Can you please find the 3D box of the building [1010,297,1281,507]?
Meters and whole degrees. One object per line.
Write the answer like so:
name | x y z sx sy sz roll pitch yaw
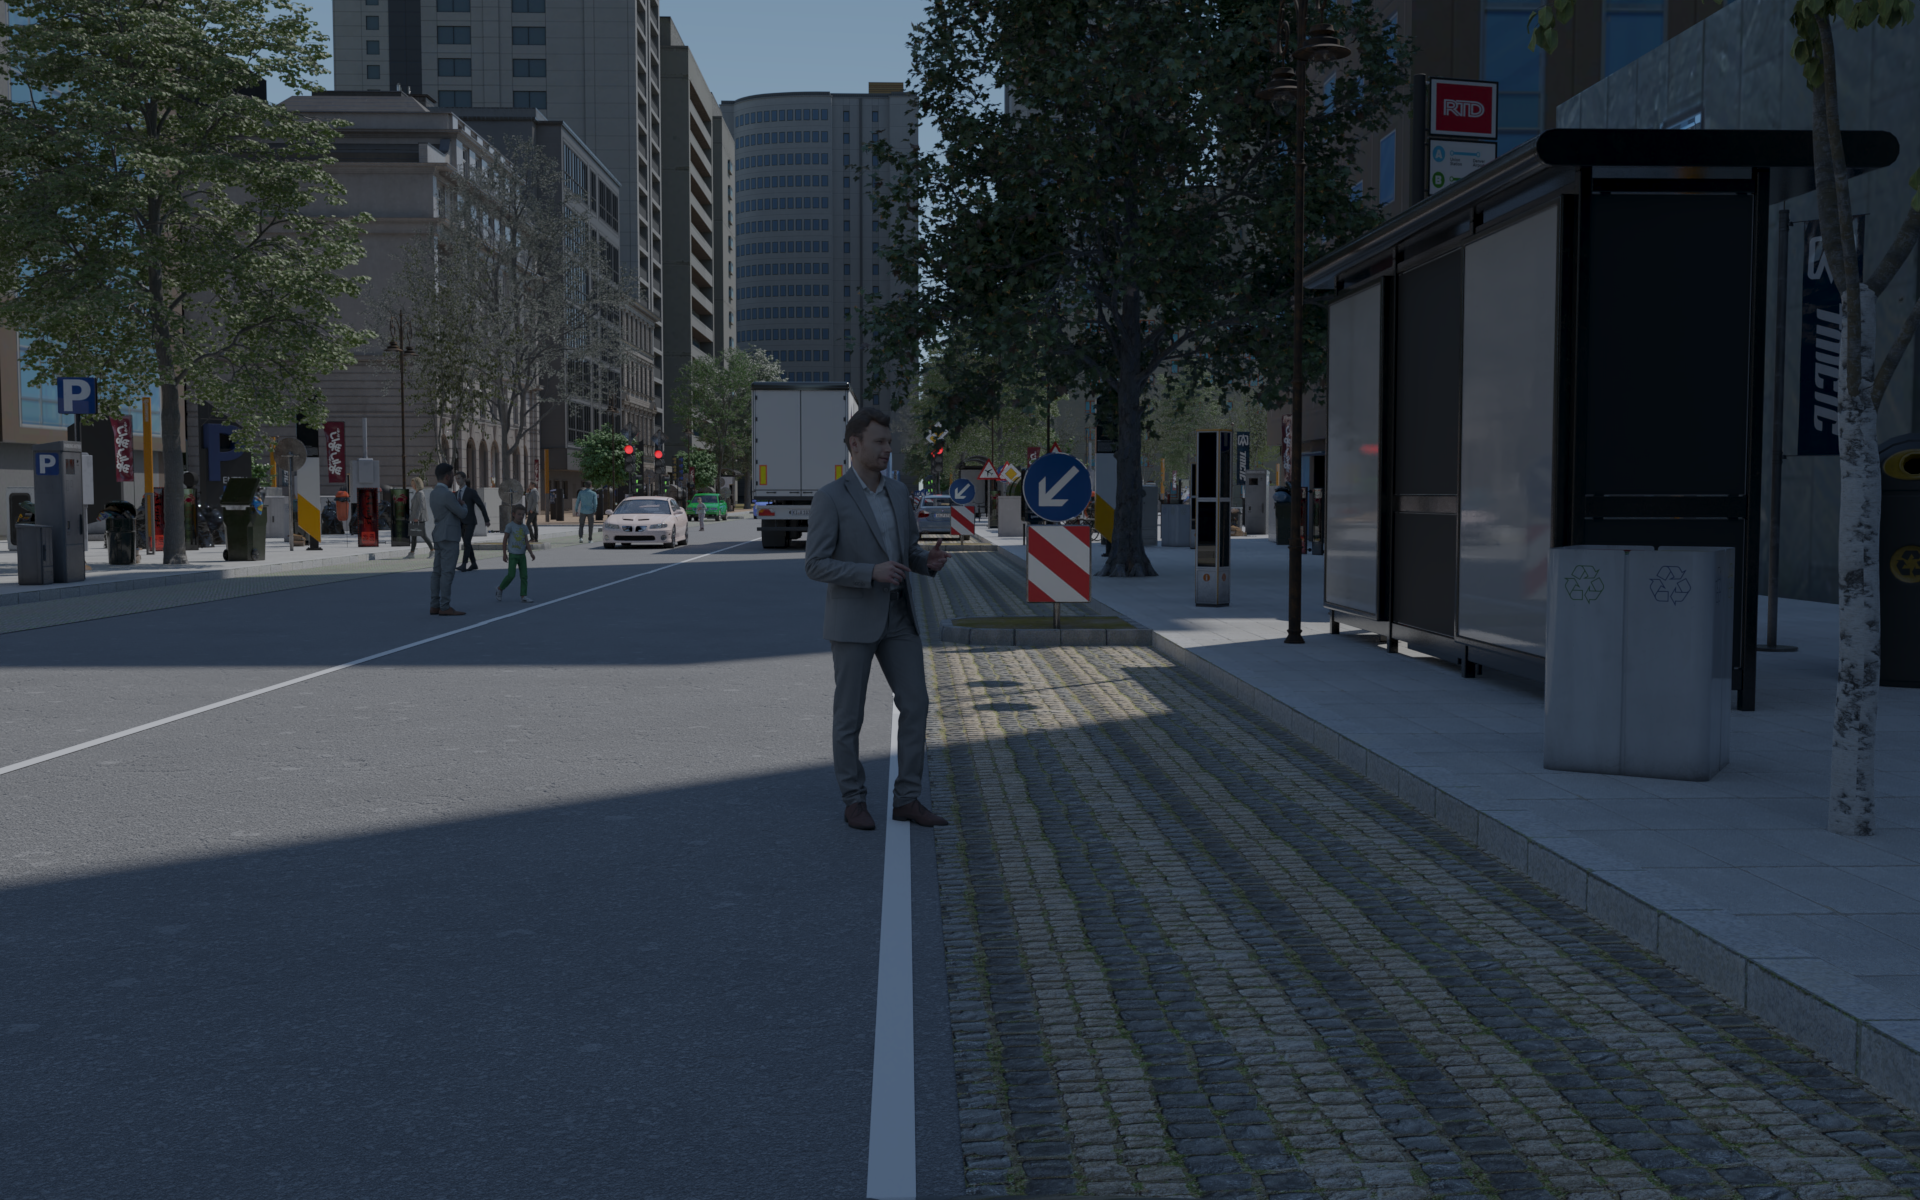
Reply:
building | 19.614 -20.263 176.342 27.650 21.520 28.899 0 4 -2

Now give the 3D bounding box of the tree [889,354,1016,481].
tree | -0.434 -13.804 136.060 12.009 13.543 11.850 0 3 0

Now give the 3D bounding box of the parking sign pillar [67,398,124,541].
parking sign pillar | -23.681 -3.608 47.464 1.447 3.967 1.447 -1 4 -16

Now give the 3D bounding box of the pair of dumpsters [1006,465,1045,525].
pair of dumpsters | 2.490 -3.508 59.845 1.574 2.255 4.437 0 4 -2

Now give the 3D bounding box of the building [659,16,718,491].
building | -37.522 -34.057 180.536 21.300 48.544 21.600 0 4 -2

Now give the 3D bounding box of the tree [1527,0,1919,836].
tree | 3.194 -3.413 6.166 4.737 8.622 4.395 0 3 0

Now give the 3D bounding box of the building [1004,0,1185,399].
building | 15.649 -40.466 203.617 21.231 58.520 28.212 0 4 -2

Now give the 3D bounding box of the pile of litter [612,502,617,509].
pile of litter | -18.184 -4.828 92.894 1.176 0.858 1.719 -1 4 -22

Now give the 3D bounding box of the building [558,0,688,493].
building | -36.065 -44.049 158.450 20.563 71.187 20.611 0 4 -2

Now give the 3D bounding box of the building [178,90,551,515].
building | -31.040 -15.373 93.154 13.314 21.916 24.055 0 4 -2

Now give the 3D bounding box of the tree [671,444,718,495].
tree | -17.286 -7.928 113.340 4.285 4.588 4.351 0 3 0

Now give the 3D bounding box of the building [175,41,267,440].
building | -44.802 -15.737 86.986 15.834 23.373 12.332 0 4 -2

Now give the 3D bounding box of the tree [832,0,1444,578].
tree | 2.723 -6.719 26.866 9.611 12.733 9.660 0 3 0

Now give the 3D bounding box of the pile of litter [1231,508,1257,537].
pile of litter | 8.179 -2.369 52.698 1.176 0.858 1.719 -3 4 -37

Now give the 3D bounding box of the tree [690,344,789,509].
tree | -18.262 -14.795 148.555 9.857 13.997 8.962 0 3 0

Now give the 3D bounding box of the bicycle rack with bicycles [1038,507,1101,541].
bicycle rack with bicycles | 3.166 -2.071 47.241 2.925 0.926 2.852 -1 4 -15

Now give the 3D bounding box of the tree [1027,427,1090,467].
tree | 2.695 -3.421 50.541 1.663 3.219 1.824 0 3 0

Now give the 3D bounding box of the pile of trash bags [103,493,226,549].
pile of trash bags | -18.652 -1.958 41.763 1.912 1.369 3.447 3 5 43

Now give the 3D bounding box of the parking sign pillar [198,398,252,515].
parking sign pillar | -20.469 -3.658 48.278 1.447 3.967 1.447 3 5 42

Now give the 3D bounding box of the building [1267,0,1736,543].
building | 16.196 -24.038 43.136 14.600 45.320 14.200 0 4 -2

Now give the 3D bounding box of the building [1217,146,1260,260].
building | 43.232 -35.837 209.644 21.600 48.544 21.300 0 4 -2

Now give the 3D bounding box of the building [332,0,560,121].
building | -60.239 -46.911 205.238 20.611 71.187 20.563 0 4 -2

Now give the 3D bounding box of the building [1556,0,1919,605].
building | 21.558 -42.741 11.492 22.319 86.520 31.000 0 4 -2

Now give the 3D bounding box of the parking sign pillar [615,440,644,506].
parking sign pillar | -16.208 -5.913 85.157 1.447 3.967 1.447 -1 4 -12

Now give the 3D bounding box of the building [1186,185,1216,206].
building | 31.522 -36.657 249.450 14.200 45.320 14.600 0 4 -2

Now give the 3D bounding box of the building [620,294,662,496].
building | -30.470 -16.774 138.880 10.561 19.102 19.286 0 4 -2

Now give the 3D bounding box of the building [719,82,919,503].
building | -20.053 -43.343 250.650 28.212 58.520 21.231 0 4 -2

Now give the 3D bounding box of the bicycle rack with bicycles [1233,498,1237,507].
bicycle rack with bicycles | 22.700 -8.311 149.265 2.852 0.926 2.925 0 4 1

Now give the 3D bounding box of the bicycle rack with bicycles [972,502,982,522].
bicycle rack with bicycles | 1.545 -4.090 80.259 2.852 0.926 2.925 0 4 -7

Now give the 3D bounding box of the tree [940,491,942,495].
tree | -2.240 -14.256 183.454 4.737 8.622 4.395 0 3 0

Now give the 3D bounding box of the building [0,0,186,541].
building | -33.268 -24.501 50.704 14.200 45.320 14.600 0 4 -2

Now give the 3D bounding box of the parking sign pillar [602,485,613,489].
parking sign pillar | -21.982 -7.416 109.729 1.447 3.967 1.447 0 4 -4

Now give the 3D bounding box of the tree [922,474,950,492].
tree | -1.986 -11.390 169.942 4.285 4.588 4.351 0 3 0

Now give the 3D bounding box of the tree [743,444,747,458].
tree | -19.190 -17.337 193.827 12.009 13.543 11.850 0 3 0

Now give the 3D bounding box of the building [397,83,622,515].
building | -31.717 -19.783 116.955 14.314 27.812 24.014 0 4 -2

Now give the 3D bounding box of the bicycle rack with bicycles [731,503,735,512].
bicycle rack with bicycles | -17.710 -6.729 123.405 2.925 0.926 2.852 0 4 3

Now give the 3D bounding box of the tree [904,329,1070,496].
tree | 1.763 -10.042 82.308 7.486 12.596 7.792 0 3 0

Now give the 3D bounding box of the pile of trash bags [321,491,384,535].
pile of trash bags | -19.478 -2.767 54.995 1.912 1.369 3.447 -1 4 -16

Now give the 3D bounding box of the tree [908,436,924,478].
tree | -3.668 -17.009 212.506 7.601 10.594 8.767 -3 5 -42

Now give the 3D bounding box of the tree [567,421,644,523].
tree | -15.952 -5.771 78.062 4.285 4.588 4.351 0 3 0

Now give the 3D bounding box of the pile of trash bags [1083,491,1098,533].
pile of trash bags | 5.064 -2.957 58.106 1.912 1.369 3.447 -2 4 -26

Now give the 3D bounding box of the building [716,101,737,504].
building | -38.209 -35.608 205.887 21.600 48.544 21.300 0 4 -2

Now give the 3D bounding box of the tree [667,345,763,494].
tree | -16.682 -11.906 120.418 9.928 11.665 9.643 0 3 0

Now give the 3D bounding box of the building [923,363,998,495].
building | 9.089 -25.149 256.229 28.899 21.520 27.650 0 4 -2

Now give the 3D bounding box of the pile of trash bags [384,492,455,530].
pile of trash bags | -19.640 -3.208 62.199 3.447 1.369 1.912 -2 4 -31

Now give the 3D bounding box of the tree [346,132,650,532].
tree | -15.211 -9.038 58.146 12.009 13.543 11.850 0 3 0
